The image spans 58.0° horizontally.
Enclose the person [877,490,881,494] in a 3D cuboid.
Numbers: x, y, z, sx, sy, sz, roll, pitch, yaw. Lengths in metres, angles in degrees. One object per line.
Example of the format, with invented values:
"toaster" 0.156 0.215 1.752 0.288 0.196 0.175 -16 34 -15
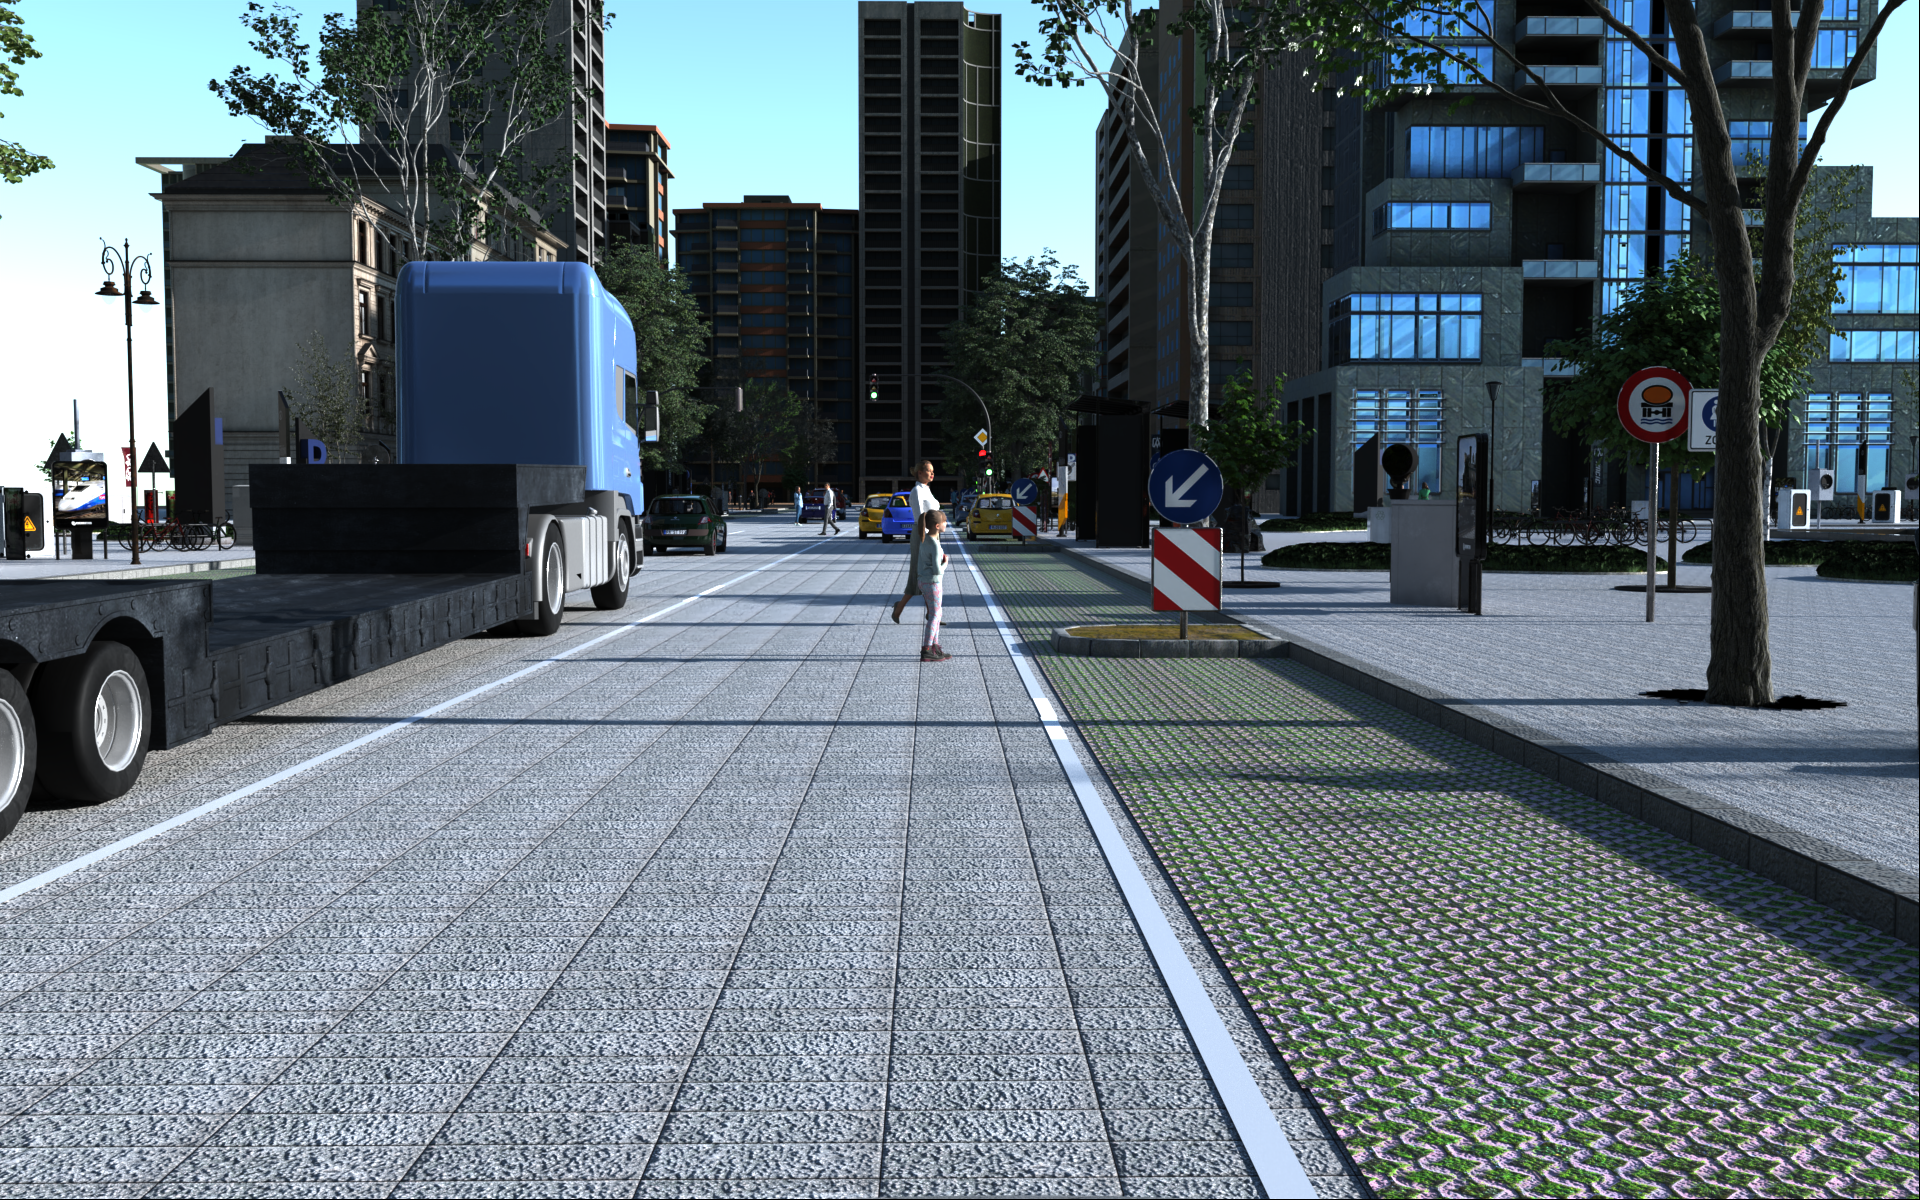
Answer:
"person" -8.123 -10.191 174.984 0.709 1.838 0.599 2 4 33

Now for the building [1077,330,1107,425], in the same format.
"building" 28.325 -21.545 197.304 27.650 21.520 28.899 0 4 -1

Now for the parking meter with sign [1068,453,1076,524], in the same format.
"parking meter with sign" 5.342 -4.812 74.944 0.543 3.016 1.738 3 5 41

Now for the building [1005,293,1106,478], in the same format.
"building" 13.681 -29.422 252.753 14.107 30.474 14.160 0 4 -1

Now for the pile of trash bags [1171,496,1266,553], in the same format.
"pile of trash bags" 5.404 -1.723 37.926 1.912 1.369 3.447 2 4 28

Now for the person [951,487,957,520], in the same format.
"person" -0.276 -5.399 96.792 0.620 1.820 0.660 0 4 1

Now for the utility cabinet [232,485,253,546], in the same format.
"utility cabinet" -17.101 -2.051 42.220 1.173 1.500 0.318 0 4 7

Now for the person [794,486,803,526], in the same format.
"person" -7.343 -4.260 78.413 0.793 1.790 0.793 -2 4 -27

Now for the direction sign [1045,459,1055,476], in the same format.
"direction sign" 5.137 -6.818 103.470 0.379 3.537 0.876 3 4 39

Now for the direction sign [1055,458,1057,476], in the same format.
"direction sign" 6.180 -7.187 109.499 0.876 3.537 0.379 2 4 30

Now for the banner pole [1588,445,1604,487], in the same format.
"banner pole" 28.725 -5.408 78.435 0.863 3.779 0.401 0 4 4

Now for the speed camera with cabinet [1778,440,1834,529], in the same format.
"speed camera with cabinet" 30.573 -4.173 62.571 2.038 3.252 0.660 -1 4 -21

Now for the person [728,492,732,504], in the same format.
"person" -30.497 -13.498 229.746 0.434 1.755 0.990 0 4 0

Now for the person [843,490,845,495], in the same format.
"person" -12.334 -10.711 183.702 0.705 1.814 1.350 0 4 -2

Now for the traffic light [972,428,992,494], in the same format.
"traffic light" 0.946 -5.191 73.800 0.839 4.253 0.868 0 4 -1

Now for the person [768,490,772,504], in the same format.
"person" -24.578 -13.203 221.842 1.348 1.831 0.705 0 4 1

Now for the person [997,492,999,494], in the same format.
"person" 4.690 -12.766 215.316 0.434 1.755 0.990 2 4 24

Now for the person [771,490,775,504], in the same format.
"person" -24.219 -13.329 223.970 0.705 1.824 1.348 -1 4 -22

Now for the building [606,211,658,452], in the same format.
"building" -39.062 -24.766 176.617 14.160 30.474 14.107 0 4 -1

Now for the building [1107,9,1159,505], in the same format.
"building" 26.263 -33.489 171.242 21.300 48.544 21.600 0 4 -1

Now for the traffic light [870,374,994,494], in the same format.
"traffic light" -1.023 -5.564 65.642 4.771 5.953 1.251 0 4 -1

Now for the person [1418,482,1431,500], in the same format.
"person" 20.075 -4.196 74.893 0.600 1.795 0.529 0 4 0

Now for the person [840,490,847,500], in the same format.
"person" -10.621 -9.000 155.666 0.705 1.822 1.348 2 4 33

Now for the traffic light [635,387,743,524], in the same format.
"traffic light" -11.623 -6.053 73.629 4.771 5.953 1.251 0 4 -1

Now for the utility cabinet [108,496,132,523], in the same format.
"utility cabinet" -35.919 -3.838 73.913 0.306 1.237 1.020 3 5 40

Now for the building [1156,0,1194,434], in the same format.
"building" 23.951 -30.064 141.656 14.600 45.320 14.200 0 4 -1

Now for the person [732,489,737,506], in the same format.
"person" -24.922 -11.331 191.275 0.705 1.831 1.348 1 4 13

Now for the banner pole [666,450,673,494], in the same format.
"banner pole" -16.000 -6.427 95.091 0.401 3.779 0.863 1 4 20

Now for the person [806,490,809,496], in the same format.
"person" -14.105 -9.379 161.711 0.599 1.838 0.709 1 4 18

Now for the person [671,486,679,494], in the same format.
"person" -18.093 -6.361 110.230 0.592 1.802 0.473 2 4 34

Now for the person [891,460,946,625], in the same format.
"person" -0.459 -0.625 18.948 0.641 1.798 0.478 2 4 25

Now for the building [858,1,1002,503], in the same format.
"building" -4.228 -49.969 255.246 20.611 71.187 20.563 0 4 -1

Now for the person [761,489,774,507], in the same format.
"person" -19.704 -10.455 176.981 1.348 1.824 0.705 1 4 14

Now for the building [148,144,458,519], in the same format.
"building" -35.343 -14.180 96.474 10.561 19.102 19.286 0 4 -1

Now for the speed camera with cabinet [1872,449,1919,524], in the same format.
"speed camera with cabinet" 41.117 -4.983 75.812 0.660 3.252 2.038 -3 4 -37

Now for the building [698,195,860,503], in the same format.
"building" -28.975 -36.809 256.451 28.867 44.769 22.147 0 4 -1

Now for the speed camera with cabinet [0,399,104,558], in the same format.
"speed camera with cabinet" -18.717 -2.522 35.563 0.660 3.252 2.038 3 4 38

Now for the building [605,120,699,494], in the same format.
"building" -46.525 -33.314 199.309 28.867 44.769 22.147 0 4 -1

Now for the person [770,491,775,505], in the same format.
"person" -21.617 -11.746 199.551 0.593 1.643 0.415 -1 4 -15

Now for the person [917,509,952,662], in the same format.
"person" -0.217 -0.129 14.890 0.394 1.301 0.425 -2 4 -34

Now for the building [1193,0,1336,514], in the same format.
"building" 22.942 -26.671 119.662 14.154 41.232 14.086 0 4 -1

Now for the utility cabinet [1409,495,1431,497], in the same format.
"utility cabinet" 20.399 -4.027 77.006 1.020 1.237 0.306 0 4 6

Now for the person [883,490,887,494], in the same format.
"person" -7.937 -10.713 183.281 1.348 1.869 0.705 0 4 1

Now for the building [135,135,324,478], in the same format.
"building" -72.872 -30.698 193.791 23.993 40.220 32.217 0 4 -1

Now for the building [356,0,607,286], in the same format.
"building" -41.255 -44.022 158.012 20.563 71.187 20.611 0 4 -1

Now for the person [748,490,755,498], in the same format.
"person" -27.152 -13.410 225.849 0.990 1.755 0.434 1 4 15

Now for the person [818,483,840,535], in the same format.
"person" -4.585 -3.169 60.411 0.850 1.850 0.679 -1 4 -21

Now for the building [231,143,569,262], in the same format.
"building" -38.414 -17.594 120.940 16.112 22.955 30.059 0 4 -1

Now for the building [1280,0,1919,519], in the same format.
"building" 34.271 -47.933 96.369 31.000 86.520 22.319 0 4 -1

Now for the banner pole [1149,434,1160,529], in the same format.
"banner pole" 7.109 -4.512 63.793 0.863 3.779 0.401 1 4 10

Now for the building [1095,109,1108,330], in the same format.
"building" 34.785 -43.655 255.762 28.212 58.520 21.231 0 4 -1

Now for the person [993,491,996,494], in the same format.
"person" 3.935 -11.931 201.895 0.721 1.735 1.217 -2 4 -33
